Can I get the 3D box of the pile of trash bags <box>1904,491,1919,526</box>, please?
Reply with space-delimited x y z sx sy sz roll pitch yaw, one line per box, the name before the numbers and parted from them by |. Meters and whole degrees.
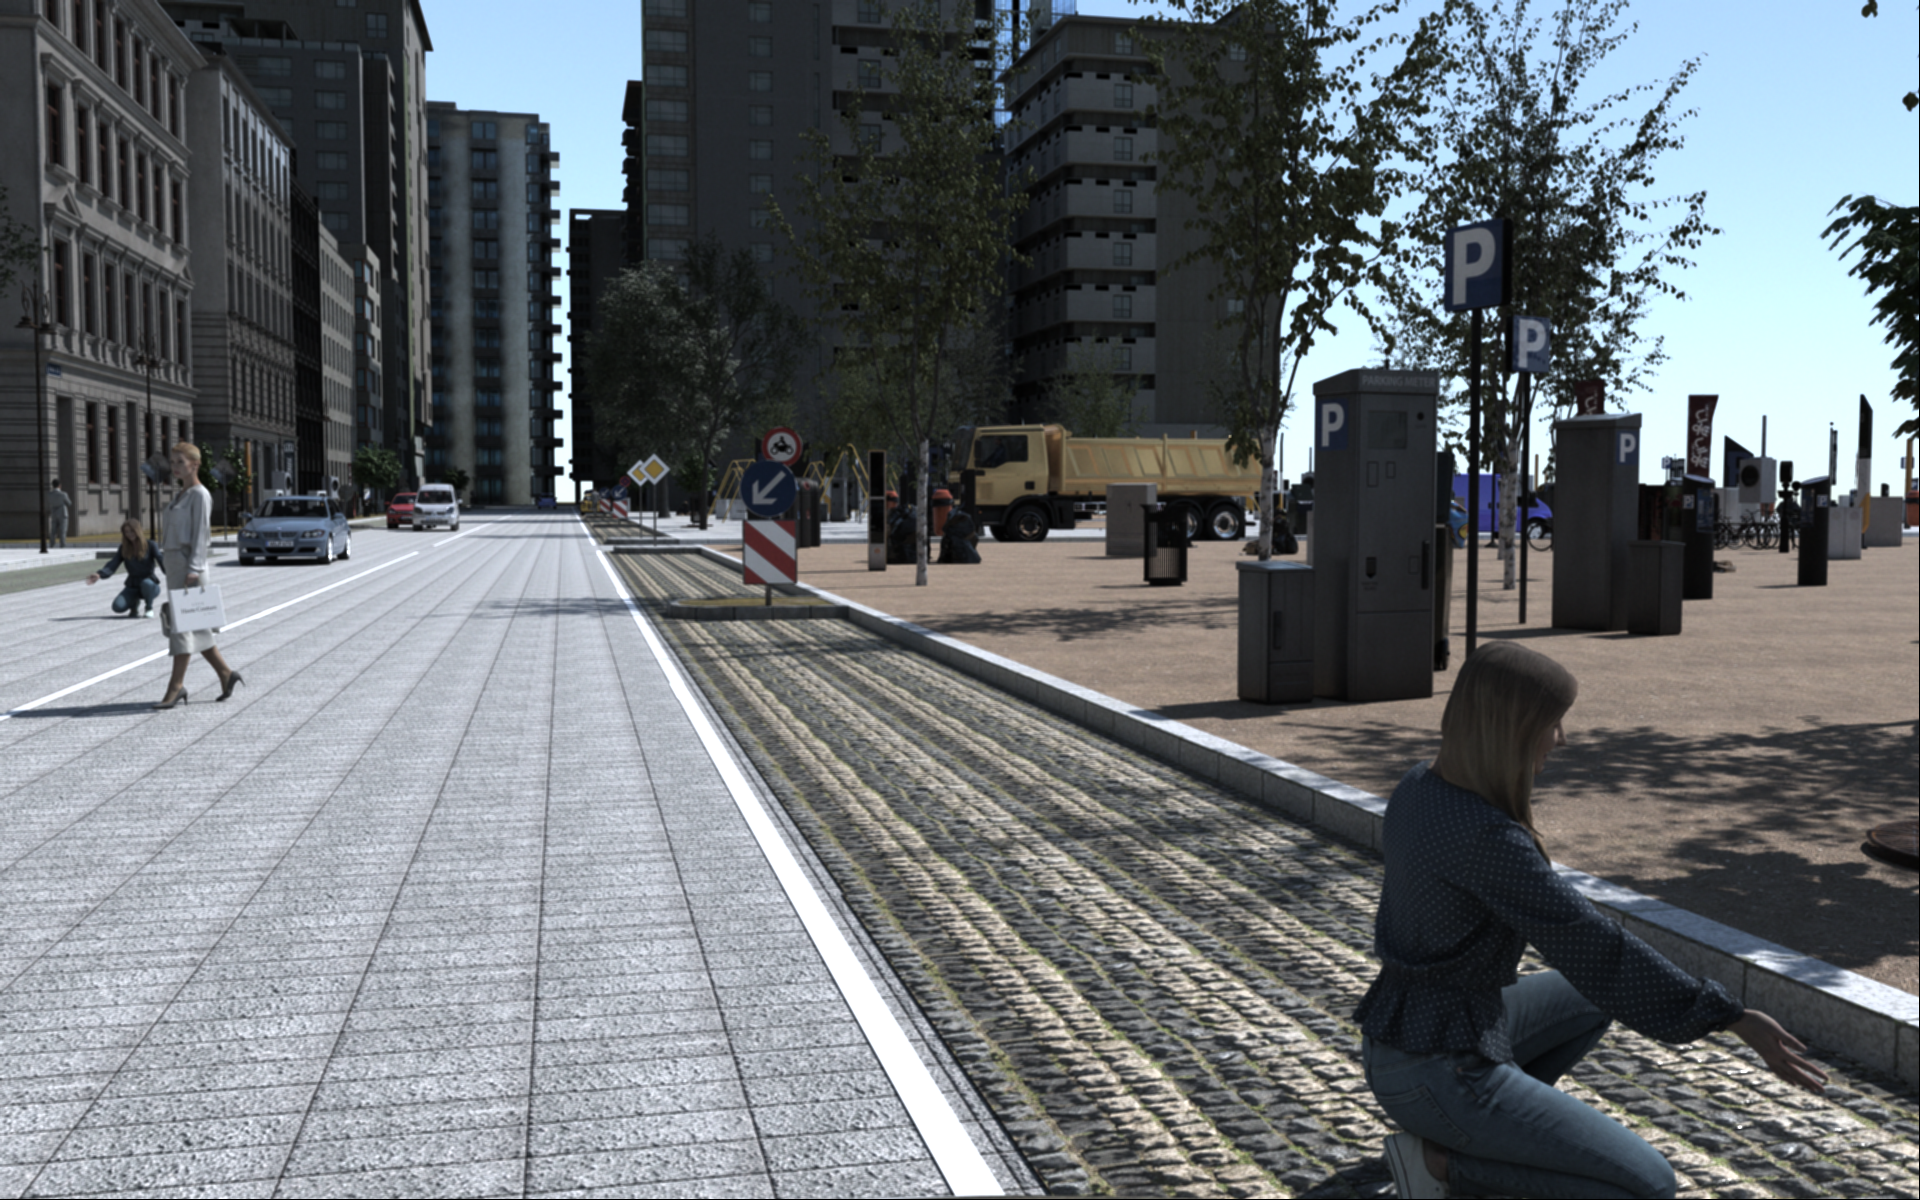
pile of trash bags | 26.052 -2.175 45.319 3.447 1.369 1.912 -1 4 -23

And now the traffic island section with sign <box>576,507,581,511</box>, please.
traffic island section with sign | -31.940 -8.621 149.577 1.989 1.847 2.006 -1 4 -13

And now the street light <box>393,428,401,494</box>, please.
street light | -38.455 -8.907 118.423 0.468 5.910 1.993 -1 4 -13

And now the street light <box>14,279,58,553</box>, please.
street light | -19.917 -3.956 37.470 0.468 5.910 1.993 -1 4 -13

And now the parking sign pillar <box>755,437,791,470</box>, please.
parking sign pillar | -8.995 -5.714 81.890 1.447 3.967 1.447 -1 4 -18

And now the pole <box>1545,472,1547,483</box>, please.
pole | 46.169 -8.724 136.483 0.158 3.312 0.155 0 3 0

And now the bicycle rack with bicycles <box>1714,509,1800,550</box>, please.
bicycle rack with bicycles | 18.602 -1.682 40.880 2.925 0.926 2.852 0 4 1

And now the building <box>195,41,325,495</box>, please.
building | -41.655 -16.066 92.351 12.332 23.373 15.834 -1 4 -13

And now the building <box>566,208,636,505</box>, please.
building | -38.498 -32.545 223.996 23.993 40.220 32.217 -1 4 -13

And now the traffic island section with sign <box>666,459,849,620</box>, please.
traffic island section with sign | -2.454 -0.725 20.485 1.989 1.847 2.006 -1 4 -13

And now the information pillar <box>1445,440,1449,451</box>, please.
information pillar | 21.144 -5.120 75.068 0.183 3.616 0.504 3 5 45

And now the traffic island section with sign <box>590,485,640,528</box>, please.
traffic island section with sign | -14.725 -4.014 74.253 1.989 1.847 2.006 -1 4 -13

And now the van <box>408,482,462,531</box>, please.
van | -20.543 -3.724 67.898 2.013 2.044 4.112 -1 4 -15

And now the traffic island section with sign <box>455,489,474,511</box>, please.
traffic island section with sign | -42.580 -8.460 146.953 1.989 1.847 2.006 -1 4 -13

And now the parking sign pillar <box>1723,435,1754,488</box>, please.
parking sign pillar | 35.629 -5.547 79.162 1.447 3.967 1.447 0 4 2

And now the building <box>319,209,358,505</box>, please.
building | -44.344 -15.524 108.568 10.420 20.320 16.860 -1 4 -13

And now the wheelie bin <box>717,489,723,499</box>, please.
wheelie bin | -15.798 -6.366 111.994 0.980 1.594 0.693 2 4 31

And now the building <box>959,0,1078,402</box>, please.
building | 3.436 -55.951 227.472 31.000 86.520 22.319 -1 4 -13

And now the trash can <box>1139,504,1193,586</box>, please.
trash can | 2.885 -0.773 24.299 0.748 1.137 0.748 0 3 0

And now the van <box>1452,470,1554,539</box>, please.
van | 14.945 -2.867 51.266 5.245 2.365 2.240 -1 4 -13

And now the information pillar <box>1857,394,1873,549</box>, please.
information pillar | 21.079 -2.999 40.383 0.183 3.616 0.504 0 4 2

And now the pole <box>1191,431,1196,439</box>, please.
pole | 7.510 -3.787 55.768 0.158 3.312 0.155 0 3 0

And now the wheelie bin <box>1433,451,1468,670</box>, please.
wheelie bin | 3.308 -0.306 12.904 0.980 1.594 0.693 1 4 21

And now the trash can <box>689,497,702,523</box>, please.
trash can | -11.545 -3.945 76.149 0.748 1.137 0.748 0 3 0

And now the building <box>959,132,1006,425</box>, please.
building | -3.203 -31.376 196.596 14.086 41.232 14.154 -1 4 -13

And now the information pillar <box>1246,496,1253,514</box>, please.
information pillar | 18.371 -7.241 109.741 0.504 3.616 0.183 2 4 27

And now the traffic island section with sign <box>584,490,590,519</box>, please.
traffic island section with sign | -20.791 -5.638 100.801 1.989 1.847 2.006 -1 4 -13

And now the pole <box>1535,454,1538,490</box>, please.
pole | 29.392 -5.780 88.350 0.158 3.312 0.155 0 3 0

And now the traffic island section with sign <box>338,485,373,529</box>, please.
traffic island section with sign | -25.403 -3.859 71.726 1.989 1.847 2.006 -1 4 -13

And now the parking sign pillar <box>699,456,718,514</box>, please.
parking sign pillar | -15.935 -7.432 109.983 1.447 3.967 1.447 -3 5 -41

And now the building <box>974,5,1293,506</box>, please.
building | 18.593 -36.999 194.176 27.495 52.752 28.713 -1 4 -13

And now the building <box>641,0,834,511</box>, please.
building | -17.723 -27.650 135.668 14.154 41.232 14.086 -1 4 -13

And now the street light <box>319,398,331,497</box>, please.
street light | -30.507 -6.766 83.413 0.468 5.910 1.993 -1 4 -13

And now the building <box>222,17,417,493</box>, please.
building | -56.273 -28.710 152.998 14.154 41.232 14.086 -1 4 -13

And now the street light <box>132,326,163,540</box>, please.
street light | -22.389 -4.592 47.863 0.468 5.910 1.993 -1 4 -13

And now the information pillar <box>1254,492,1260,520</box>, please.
information pillar | 14.860 -5.015 86.484 0.304 2.012 0.304 1 4 22

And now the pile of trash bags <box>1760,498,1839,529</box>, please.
pile of trash bags | 30.726 -3.294 63.617 1.912 1.369 3.447 -1 4 -20

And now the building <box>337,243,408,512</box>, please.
building | -57.669 -17.495 131.080 27.650 21.520 28.899 -1 4 -13

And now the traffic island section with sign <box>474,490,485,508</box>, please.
traffic island section with sign | -48.612 -10.073 173.317 1.989 1.847 2.006 -1 4 -13

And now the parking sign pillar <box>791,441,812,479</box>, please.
parking sign pillar | -8.233 -6.109 88.356 1.447 3.967 1.447 1 4 16

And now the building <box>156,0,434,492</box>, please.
building | -67.870 -35.771 174.088 27.495 52.752 28.713 -1 4 -13

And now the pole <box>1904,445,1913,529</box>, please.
pole | 34.904 -4.274 63.727 0.158 3.312 0.155 0 3 0

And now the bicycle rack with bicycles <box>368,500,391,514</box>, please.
bicycle rack with bicycles | -38.059 -6.141 113.780 2.852 0.926 2.925 -1 4 -17

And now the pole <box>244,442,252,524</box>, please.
pole | -27.718 -4.503 67.459 0.158 3.312 0.155 0 3 0

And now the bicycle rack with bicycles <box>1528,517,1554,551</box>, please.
bicycle rack with bicycles | 14.678 -1.573 39.095 2.925 0.926 2.852 3 5 41

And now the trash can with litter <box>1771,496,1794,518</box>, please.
trash can with litter | 45.015 -5.126 94.864 1.678 1.210 2.233 -3 5 -43

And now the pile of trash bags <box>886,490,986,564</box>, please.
pile of trash bags | -0.480 -1.436 33.233 1.912 1.369 3.447 0 4 4

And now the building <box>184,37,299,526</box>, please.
building | -35.633 -13.895 76.340 9.793 20.994 18.267 -1 4 -13

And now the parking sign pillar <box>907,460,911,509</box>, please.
parking sign pillar | -3.440 -7.989 119.087 1.447 3.967 1.447 2 4 32

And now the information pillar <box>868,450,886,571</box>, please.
information pillar | -1.387 -1.496 28.958 0.304 2.012 0.304 0 4 -4

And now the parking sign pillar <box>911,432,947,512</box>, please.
parking sign pillar | -1.026 -5.129 72.337 1.447 3.967 1.447 -1 4 -22

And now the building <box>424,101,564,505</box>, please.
building | -64.769 -36.337 213.723 30.456 49.044 23.786 -1 4 -13

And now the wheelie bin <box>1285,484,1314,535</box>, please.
wheelie bin | 10.662 -2.845 54.430 0.980 1.594 0.693 -1 4 -18

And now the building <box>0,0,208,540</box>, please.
building | -32.748 -13.488 56.689 11.583 22.565 21.152 -1 4 -13

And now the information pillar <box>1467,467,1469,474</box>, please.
information pillar | 38.039 -8.425 129.103 0.504 3.616 0.183 0 4 -5

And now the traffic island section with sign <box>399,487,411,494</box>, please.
traffic island section with sign | -31.576 -5.511 98.739 1.989 1.847 2.006 -1 4 -13

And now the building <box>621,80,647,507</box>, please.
building | -24.442 -32.404 184.431 22.147 44.769 28.867 -1 4 -13

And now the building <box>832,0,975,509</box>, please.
building | -14.131 -34.758 157.530 28.713 52.752 27.495 -1 4 -13
